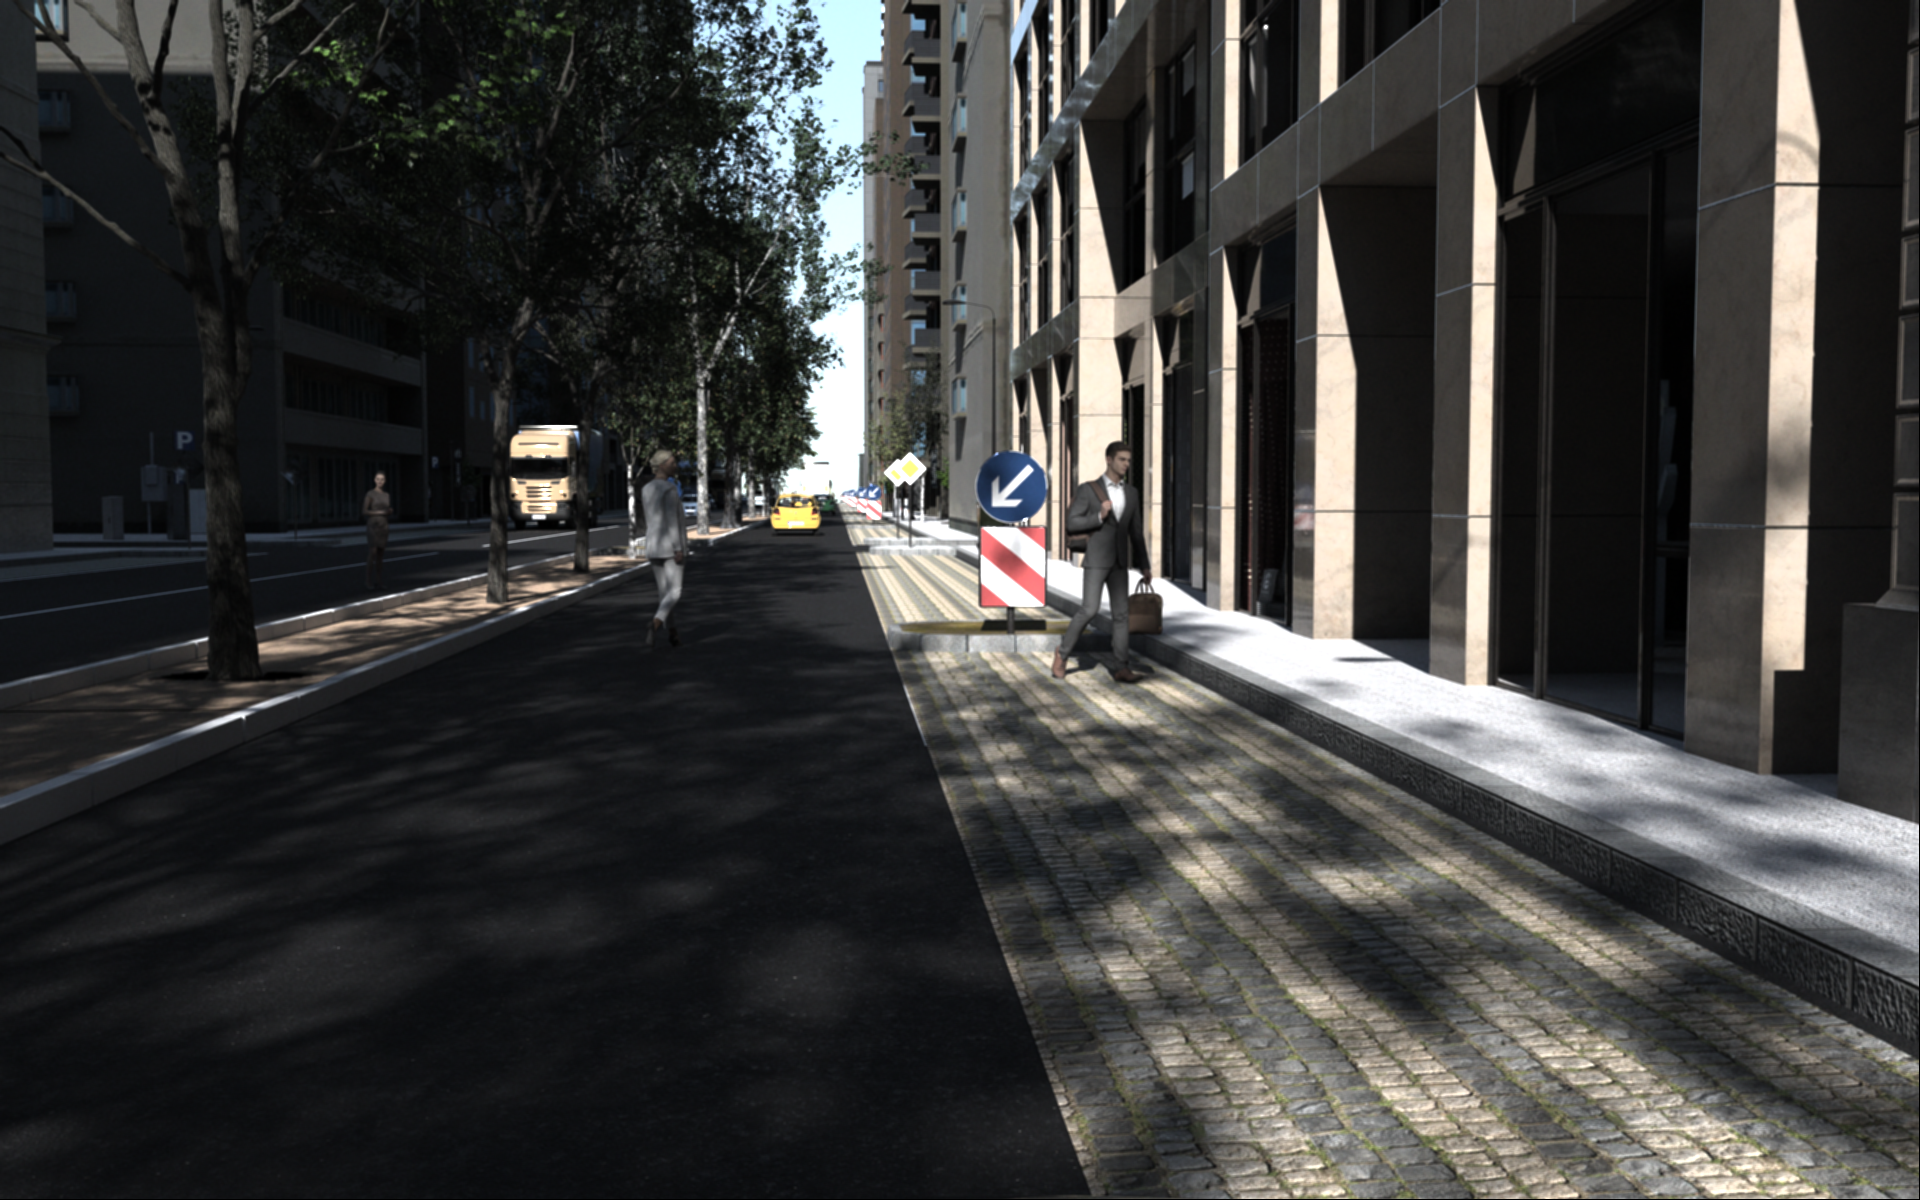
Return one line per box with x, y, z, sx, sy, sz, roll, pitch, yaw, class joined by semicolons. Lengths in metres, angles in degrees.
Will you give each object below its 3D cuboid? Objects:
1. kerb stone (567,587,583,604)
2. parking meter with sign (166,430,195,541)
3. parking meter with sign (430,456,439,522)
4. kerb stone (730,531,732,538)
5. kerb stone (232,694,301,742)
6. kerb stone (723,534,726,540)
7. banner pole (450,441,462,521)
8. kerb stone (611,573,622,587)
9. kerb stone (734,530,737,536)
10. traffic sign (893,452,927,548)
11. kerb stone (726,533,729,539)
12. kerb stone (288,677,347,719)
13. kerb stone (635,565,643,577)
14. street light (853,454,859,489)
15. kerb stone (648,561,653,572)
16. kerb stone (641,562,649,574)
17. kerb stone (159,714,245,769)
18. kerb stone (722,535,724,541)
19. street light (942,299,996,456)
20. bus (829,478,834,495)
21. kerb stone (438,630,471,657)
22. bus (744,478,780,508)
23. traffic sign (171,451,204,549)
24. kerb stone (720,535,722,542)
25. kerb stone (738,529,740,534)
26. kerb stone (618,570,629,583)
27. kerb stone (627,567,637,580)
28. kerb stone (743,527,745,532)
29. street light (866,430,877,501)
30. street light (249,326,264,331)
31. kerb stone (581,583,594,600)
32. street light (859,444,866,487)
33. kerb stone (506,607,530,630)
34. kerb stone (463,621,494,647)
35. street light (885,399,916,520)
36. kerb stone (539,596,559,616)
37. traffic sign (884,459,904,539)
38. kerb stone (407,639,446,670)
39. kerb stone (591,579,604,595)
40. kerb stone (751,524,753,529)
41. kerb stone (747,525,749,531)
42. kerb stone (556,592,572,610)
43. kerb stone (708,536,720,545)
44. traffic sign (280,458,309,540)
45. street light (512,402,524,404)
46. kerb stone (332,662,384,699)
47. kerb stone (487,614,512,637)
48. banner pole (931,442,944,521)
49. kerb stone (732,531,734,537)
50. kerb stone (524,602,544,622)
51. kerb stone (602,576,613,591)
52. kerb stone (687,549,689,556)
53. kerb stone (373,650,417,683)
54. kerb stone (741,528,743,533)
-5.119;-0.031;22.765;0.120;0.150;1.000;0;4;-4;kerb stone
-21.771;-3.179;48.237;0.543;3.016;1.738;-3;4;-37;parking meter with sign
-25.069;-5.142;80.336;1.738;3.016;0.543;1;4;18;parking meter with sign
-7.533;-2.069;56.030;0.120;0.150;1.000;0;4;-4;kerb stone
-4.223;0.716;10.493;0.120;0.150;1.000;0;4;-4;kerb stone
-7.313;-1.881;52.951;0.120;0.150;1.000;0;4;-4;kerb stone
-23.881;-5.628;82.031;0.401;3.779;0.863;2;4;31;banner pole
-5.407;-0.285;26.849;0.120;0.150;1.000;0;4;-4;kerb stone
-7.669;-2.195;58.084;0.120;0.150;1.000;0;4;-4;kerb stone
-1.195;-2.314;41.483;0.795;2.450;0.064;0;4;-4;traffic sign
-7.376;-1.944;53.979;0.120;0.150;1.000;0;4;-4;kerb stone
-4.296;0.657;11.513;0.120;0.150;1.000;0;4;-4;kerb stone
-5.635;-0.470;29.920;0.120;0.150;1.000;0;4;-4;kerb stone
-11.356;-13.962;200.819;1.470;5.913;1.316;0;4;-4;street light
-5.783;-0.595;31.961;0.120;0.150;1.000;0;4;-4;kerb stone
-5.709;-0.535;30.940;0.120;0.150;1.000;0;4;-4;kerb stone
-4.155;0.778;9.472;0.120;0.150;1.000;0;4;-4;kerb stone
-7.233;-1.815;51.930;0.120;0.150;1.000;0;4;-4;kerb stone
0.275;-4.220;41.540;1.470;5.913;1.316;0;4;-4;street light
-19.273;-15.352;242.549;2.896;3.916;12.252;0;4;-3;bus
-4.594;0.405;15.597;0.120;0.150;1.000;0;4;-4;kerb stone
-20.234;-11.206;178.079;2.948;3.499;13.247;0;4;-2;bus
-17.947;-2.242;40.293;0.795;2.450;0.064;0;4;-4;traffic sign
-7.165;-1.756;50.908;0.120;0.150;1.000;0;4;-4;kerb stone
-7.823;-2.316;60.135;0.120;0.150;1.000;0;4;-4;kerb stone
-5.491;-0.347;27.872;0.120;0.150;1.000;0;4;-4;kerb stone
-5.556;-0.408;28.901;0.120;0.150;1.000;0;4;-4;kerb stone
-8.042;-2.505;63.203;0.120;0.150;1.000;0;4;-4;kerb stone
-5.810;-9.292;124.463;1.470;5.913;1.316;0;4;-4;street light
-19.944;-4.617;48.022;1.470;5.913;1.316;0;4;-4;street light
-5.191;-0.091;23.785;0.120;0.150;1.000;0;4;-4;kerb stone
-8.452;-11.572;161.738;1.470;5.913;1.316;0;4;-4;street light
-4.816;0.215;18.672;0.120;0.150;1.000;0;4;-4;kerb stone
-4.662;0.341;16.624;0.120;0.150;1.000;0;4;-4;kerb stone
-2.869;-6.868;84.831;1.470;5.913;1.316;0;4;-4;street light
-4.969;0.091;20.711;0.120;0.150;1.000;0;4;-4;kerb stone
-1.773;-2.802;49.448;0.795;2.450;0.064;0;4;-4;traffic sign
-4.519;0.466;14.578;0.120;0.150;1.000;0;4;-4;kerb stone
-5.266;-0.160;24.810;0.120;0.150;1.000;0;4;-4;kerb stone
-8.490;-2.884;69.345;0.120;0.150;1.000;0;4;-4;kerb stone
-8.274;-2.693;66.271;0.120;0.150;1.000;0;4;-4;kerb stone
-5.042;0.031;21.736;0.120;0.150;1.000;0;4;-4;kerb stone
-7.086;-1.693;49.889;0.120;0.150;1.000;0;4;-4;kerb stone
-18.525;-2.729;48.257;0.795;2.450;0.064;0;4;-4;traffic sign
-22.733;-7.035;87.567;1.470;5.913;1.316;0;4;-4;street light
-4.380;0.591;12.531;0.120;0.150;1.000;0;4;-4;kerb stone
-4.744;0.278;17.653;0.120;0.150;1.000;0;4;-4;kerb stone
-1.124;-5.736;83.805;0.863;3.779;0.401;3;5;43;banner pole
-7.606;-2.132;57.060;0.120;0.150;1.000;0;4;-4;kerb stone
-4.904;0.153;19.691;0.120;0.150;1.000;0;4;-4;kerb stone
-5.341;-0.221;25.829;0.120;0.150;1.000;0;4;-4;kerb stone
-6.380;-1.094;40.144;0.120;0.150;1.000;0;4;-4;kerb stone
-4.454;0.529;13.553;0.120;0.150;1.000;0;4;-4;kerb stone
-7.977;-2.440;62.183;0.120;0.150;1.000;0;4;-4;kerb stone
